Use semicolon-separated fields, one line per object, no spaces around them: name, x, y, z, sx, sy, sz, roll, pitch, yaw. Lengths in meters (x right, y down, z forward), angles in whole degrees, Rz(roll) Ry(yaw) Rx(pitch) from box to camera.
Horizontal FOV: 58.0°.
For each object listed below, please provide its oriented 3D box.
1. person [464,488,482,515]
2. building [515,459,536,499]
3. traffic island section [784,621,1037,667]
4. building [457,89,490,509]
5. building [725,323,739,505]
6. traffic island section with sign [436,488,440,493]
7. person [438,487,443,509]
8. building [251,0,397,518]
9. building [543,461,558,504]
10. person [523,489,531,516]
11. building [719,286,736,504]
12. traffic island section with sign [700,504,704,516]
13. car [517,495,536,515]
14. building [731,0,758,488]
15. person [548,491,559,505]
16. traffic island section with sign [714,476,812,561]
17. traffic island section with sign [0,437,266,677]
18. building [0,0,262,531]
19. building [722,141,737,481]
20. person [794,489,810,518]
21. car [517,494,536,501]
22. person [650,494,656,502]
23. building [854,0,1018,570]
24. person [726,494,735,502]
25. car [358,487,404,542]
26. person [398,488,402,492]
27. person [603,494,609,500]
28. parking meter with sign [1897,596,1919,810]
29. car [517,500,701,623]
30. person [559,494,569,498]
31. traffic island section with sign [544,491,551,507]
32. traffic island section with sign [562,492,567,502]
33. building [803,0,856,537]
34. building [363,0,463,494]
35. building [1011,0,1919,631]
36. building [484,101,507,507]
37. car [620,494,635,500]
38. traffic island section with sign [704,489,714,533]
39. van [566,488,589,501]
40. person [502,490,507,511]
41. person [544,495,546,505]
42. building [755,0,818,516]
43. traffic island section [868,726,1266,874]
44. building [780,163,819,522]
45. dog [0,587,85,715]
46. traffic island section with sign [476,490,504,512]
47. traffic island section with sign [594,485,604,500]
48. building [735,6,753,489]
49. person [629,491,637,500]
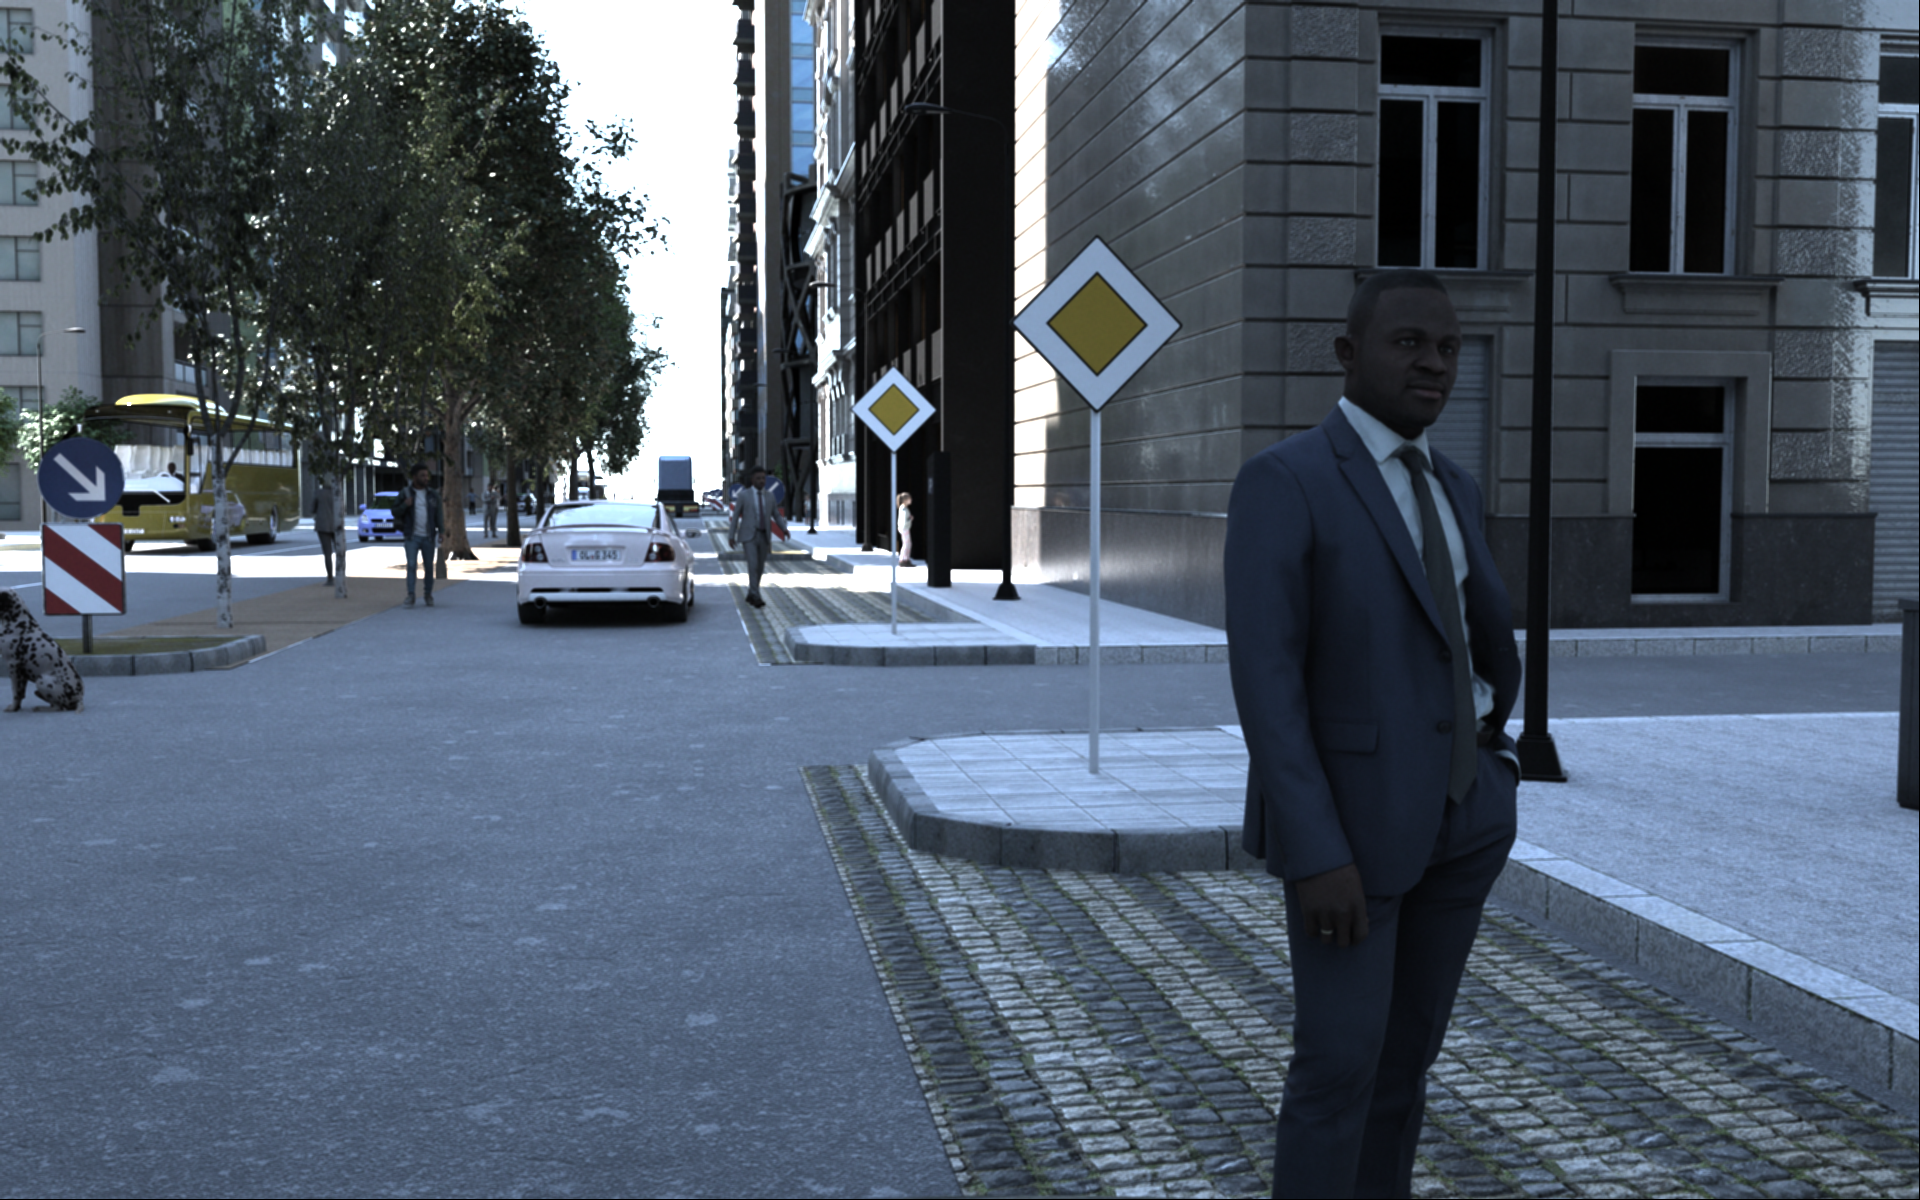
person;-33.501;-6.762;119.037;1.348;1.826;0.705;-3;5;-42
building;-54.178;-25.615;190.506;14.160;30.474;14.107;-1;4;-9
traffic island section;-0.559;0.393;15.853;2.009;0.180;2.903;-1;4;-9
building;-49.329;-28.592;151.077;14.154;41.232;14.086;-1;4;-9
building;-11.663;-21.195;191.576;27.650;21.520;28.899;-1;4;-9
traffic island section with sign;-33.328;-6.262;111.010;1.989;1.847;2.006;-1;4;-9
person;-27.645;-5.123;92.396;1.348;1.807;0.705;-1;4;-15
building;-46.467;-29.346;99.424;23.786;49.044;30.456;-1;4;-9
building;-60.788;-35.344;227.981;14.600;45.320;14.200;-1;4;-9
person;-28.485;-6.400;113.871;0.721;1.736;1.217;-2;4;-32
building;-26.374;-28.735;241.514;14.160;30.474;14.107;-1;4;-9
traffic island section with sign;-16.070;-6.453;114.140;1.989;1.847;2.006;-1;4;-9
car;-30.239;-6.551;119.691;1.945;1.354;3.894;0;4;-8
building;-5.808;-29.086;130.177;22.147;44.769;28.867;-1;4;-9
person;-43.259;-10.703;184.222;1.217;1.736;0.721;-2;4;-25
traffic island section with sign;-4.293;-1.787;37.843;1.989;1.847;2.006;-1;4;-9
traffic island section with sign;-7.119;-0.389;14.501;2.006;1.907;1.989;-1;4;-9
building;-35.178;-23.276;64.160;14.154;41.232;14.086;-1;4;-9
building;-18.236;-36.703;219.697;23.786;49.044;30.456;-1;4;-9
person;-8.499;-5.314;92.945;1.348;1.823;0.705;0;4;0
car;-34.458;-7.818;136.622;1.959;1.807;4.718;0;4;-7
person;-34.395;-11.152;194.027;0.799;1.438;0.628;-1;4;-16
building;4.588;-12.701;37.335;12.332;23.373;15.834;-1;4;-9
person;-22.723;-10.224;173.214;1.348;1.822;0.705;-1;4;-22
car;-17.332;-2.662;53.112;1.945;1.707;3.694;-1;4;-8
person;-28.686;-4.890;89.157;0.721;1.736;1.217;0;4;6
person;-30.261;-8.322;147.825;1.065;1.426;0.557;2;4;28
parking meter with sign;4.702;-0.668;7.177;1.738;3.016;0.543;-2;4;-23
car;-4.147;-0.507;20.654;2.083;1.381;4.827;0;4;-7
person;-44.000;-11.275;192.807;1.348;1.831;0.705;-2;4;-35
traffic island section with sign;-46.053;-11.304;193.447;1.989;1.847;2.006;-1;4;-9
traffic island section with sign;-50.184;-12.939;220.173;1.989;1.847;2.006;-1;4;-9
building;2.204;-16.500;57.163;14.401;28.519;23.554;-1;4;-9
building;-49.816;-29.026;129.205;22.147;44.769;28.867;-1;4;-9
building;13.650;-13.777;22.525;25.104;27.353;12.463;-1;4;-9
building;-53.509;-32.125;175.352;14.600;45.320;14.200;-1;4;-9
car;-44.883;-13.690;234.053;2.015;1.641;3.980;-1;4;-10
traffic island section with sign;-8.424;-3.423;64.593;1.989;1.847;2.006;-1;4;-9
van;-26.472;-6.943;120.521;2.013;2.044;4.112;-1;4;-9
person;-38.485;-8.411;146.737;0.721;1.736;1.217;3;4;36
person;-50.475;-12.251;209.539;0.628;1.438;0.799;1;4;9
building;-5.533;-28.016;108.177;14.600;45.320;14.200;-1;4;-9
traffic island section;0.660;0.876;7.961;2.009;0.180;2.903;-1;4;-9
building;-0.212;-13.191;83.122;16.820;18.784;16.811;-1;4;-9
dog;-6.023;0.332;11.401;0.800;0.831;0.513;2;4;31
traffic island section with sign;-37.548;-7.936;138.373;1.989;1.847;2.006;-1;4;-9
traffic island section with sign;-18.599;-4.931;88.760;2.006;1.907;1.989;-1;4;-9
building;-9.051;-32.532;155.602;21.300;48.544;21.600;-1;4;-9
person;-38.048;-11.764;201.525;1.217;1.739;0.721;2;4;30
